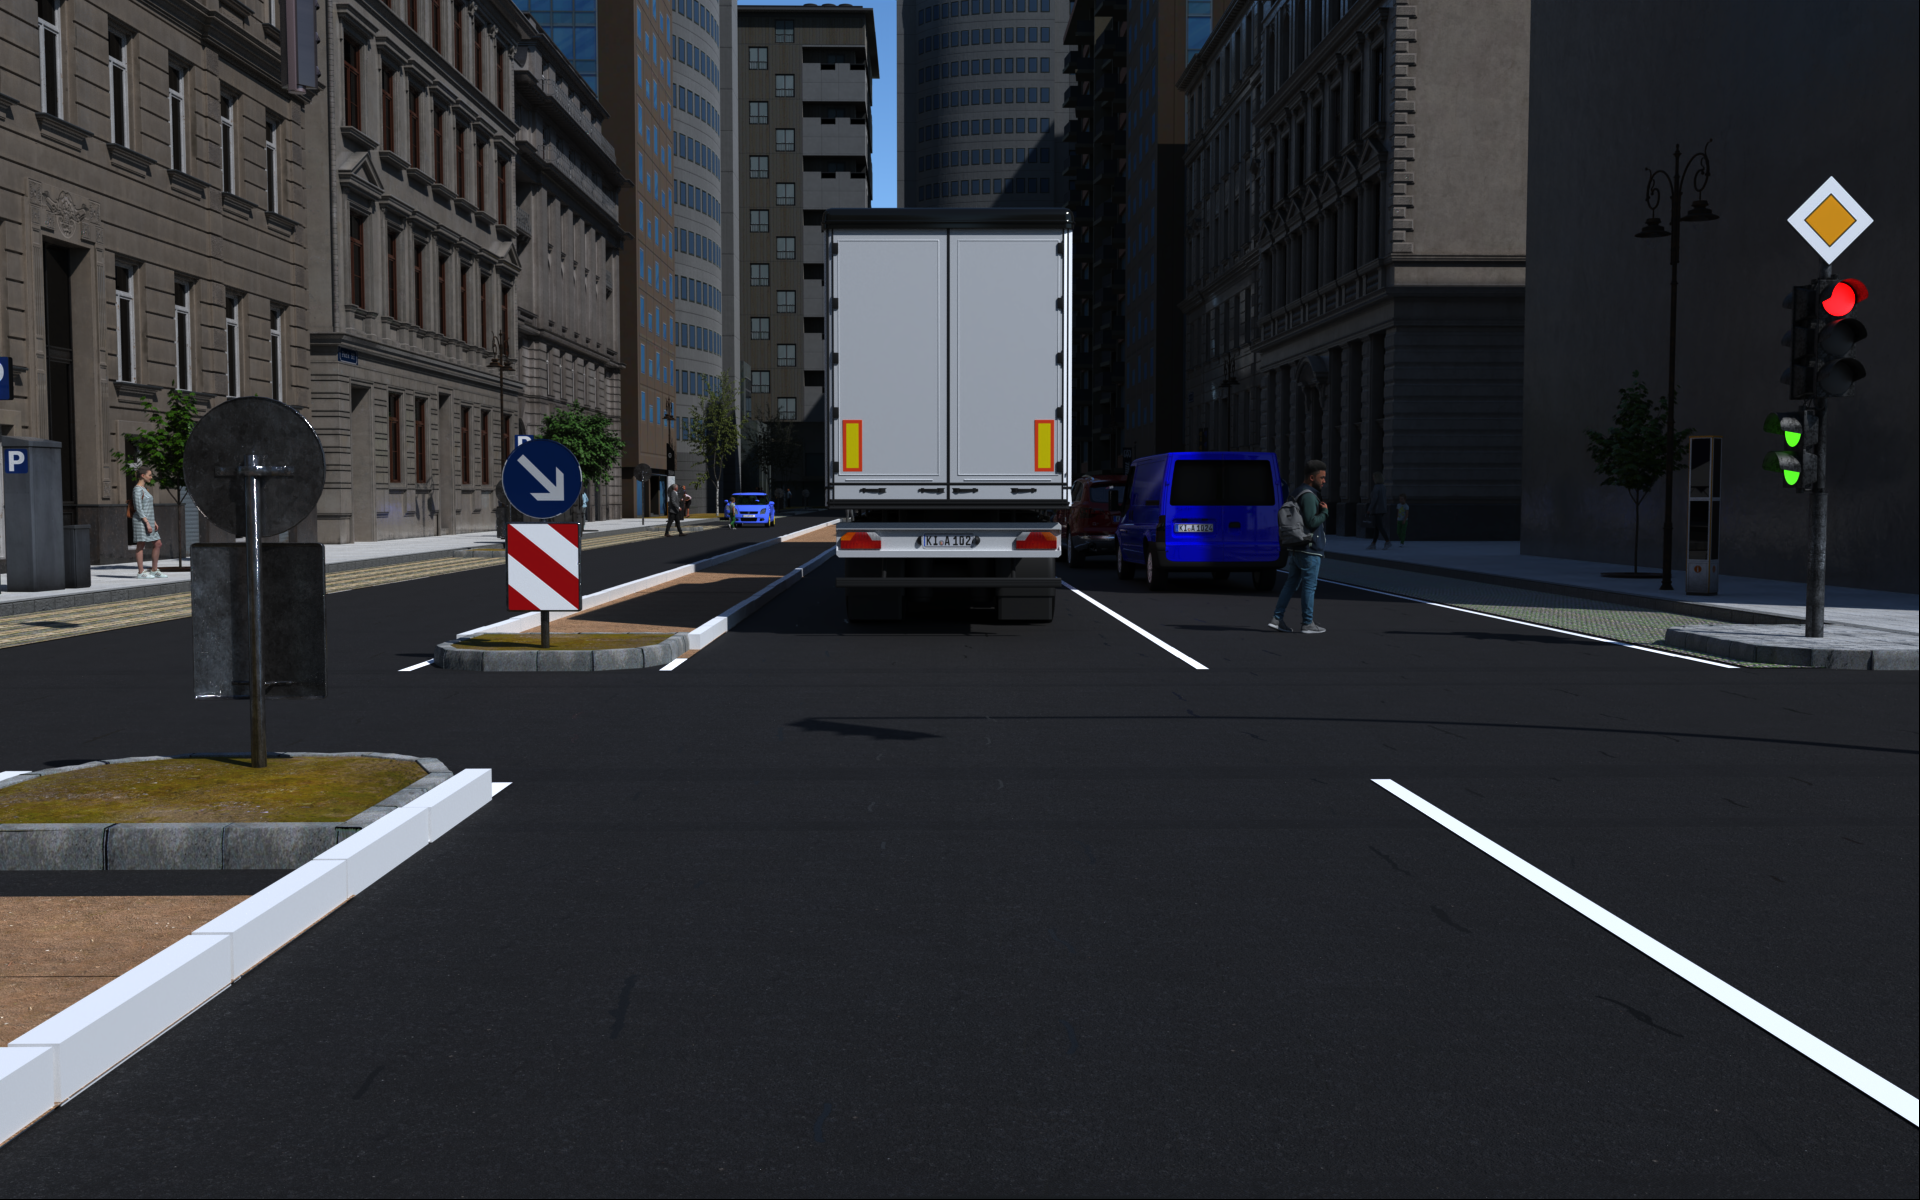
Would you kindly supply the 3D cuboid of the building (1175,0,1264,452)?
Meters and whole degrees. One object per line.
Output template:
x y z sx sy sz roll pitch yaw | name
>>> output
17.656 -17.187 78.275 12.463 27.353 25.104 0 4 -1 | building

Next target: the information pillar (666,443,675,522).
-13.310 -5.403 79.688 0.183 3.616 0.504 2 4 31 | information pillar

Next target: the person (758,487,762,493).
-16.274 -8.197 140.002 1.348 1.831 0.705 -2 4 -23 | person

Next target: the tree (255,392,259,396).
-13.228 -2.343 32.906 1.663 3.219 1.824 0 3 0 | tree

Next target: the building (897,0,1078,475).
7.311 -39.393 186.077 28.212 58.520 21.231 0 4 -1 | building

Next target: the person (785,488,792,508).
-16.089 -9.563 162.390 0.705 1.826 1.348 -3 4 -37 | person

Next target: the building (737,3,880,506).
-20.610 -36.677 188.901 27.495 52.752 28.713 0 4 -1 | building

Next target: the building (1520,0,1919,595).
29.108 -13.594 26.783 34.151 26.468 19.350 0 4 -1 | building

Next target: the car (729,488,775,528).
-8.982 -4.006 75.087 1.945 1.707 3.694 0 4 -1 | car

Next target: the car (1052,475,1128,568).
3.052 -1.618 35.130 2.281 1.827 5.304 0 4 -2 | car

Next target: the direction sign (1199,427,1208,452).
8.324 -4.119 59.347 0.379 3.537 0.876 -1 4 -10 | direction sign

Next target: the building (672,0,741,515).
-26.982 -35.175 117.104 21.231 58.520 28.212 0 4 -1 | building

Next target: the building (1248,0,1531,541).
16.299 -13.884 55.875 11.050 23.489 19.941 0 4 -1 | building

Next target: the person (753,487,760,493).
-15.582 -7.744 132.664 1.348 1.822 0.705 -1 4 -18 | person

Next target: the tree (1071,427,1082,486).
7.073 -11.054 131.089 4.360 8.622 3.978 0 3 0 | tree

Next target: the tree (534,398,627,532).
-13.151 -4.633 59.471 4.285 4.588 4.351 0 3 0 | tree

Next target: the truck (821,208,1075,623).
-0.087 -2.060 22.597 2.839 4.237 11.283 0 4 0 | truck

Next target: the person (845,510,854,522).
-4.859 -4.008 75.846 0.589 1.601 0.330 -2 4 -25 | person

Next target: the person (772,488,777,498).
-16.682 -9.266 157.628 0.705 1.812 1.348 -3 4 -38 | person

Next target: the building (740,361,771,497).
-33.191 -51.239 150.426 31.000 86.520 22.319 0 4 -1 | building

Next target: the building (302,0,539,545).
-20.932 -13.260 52.965 11.583 22.565 21.152 0 4 -1 | building

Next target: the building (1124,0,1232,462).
17.218 -27.453 98.966 14.600 45.320 14.200 0 4 -1 | building

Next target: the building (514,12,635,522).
-22.728 -14.294 75.512 13.314 21.916 24.055 0 4 -1 | building

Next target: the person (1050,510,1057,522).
3.013 -2.523 55.256 0.738 1.151 1.012 2 4 32 | person

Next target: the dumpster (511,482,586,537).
-10.769 -2.256 45.101 1.865 1.857 1.264 0 4 -3 | dumpster

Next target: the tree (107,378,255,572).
-13.080 -2.106 29.033 1.663 3.219 1.824 0 3 0 | tree

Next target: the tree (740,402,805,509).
-15.234 -11.416 137.009 4.360 8.622 3.978 0 3 0 | tree

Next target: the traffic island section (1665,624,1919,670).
7.685 0.413 15.536 2.009 0.180 2.903 0 4 -1 | traffic island section

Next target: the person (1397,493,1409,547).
10.743 -1.941 42.028 0.306 1.304 0.590 2 4 24 | person

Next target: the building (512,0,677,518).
-23.881 -27.296 96.406 14.600 45.320 14.200 0 4 -1 | building

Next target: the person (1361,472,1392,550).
9.637 -2.064 39.978 0.728 1.800 0.709 3 5 41 | person

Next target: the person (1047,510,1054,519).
4.158 -4.382 80.891 0.466 1.731 0.760 -2 4 -32 | person

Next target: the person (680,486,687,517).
-15.645 -5.618 98.455 0.434 1.755 0.990 1 4 18 | person

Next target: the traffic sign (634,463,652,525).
-13.138 -4.381 71.728 0.768 2.556 0.104 0 4 6 | traffic sign

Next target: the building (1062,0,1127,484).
20.347 -30.305 150.108 22.147 44.769 28.867 0 4 -1 | building

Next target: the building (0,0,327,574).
-21.078 -14.194 29.334 12.463 27.353 25.104 0 4 -1 | building

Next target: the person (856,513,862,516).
-6.201 -6.032 107.090 0.705 1.831 1.348 3 4 39 | person

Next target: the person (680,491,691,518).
-14.896 -5.186 94.029 0.628 1.438 0.799 -1 4 -8 | person

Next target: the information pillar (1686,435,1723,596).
9.412 -1.065 21.913 0.304 2.012 0.304 -3 5 -45 | information pillar

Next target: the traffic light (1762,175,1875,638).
7.645 -1.621 15.422 0.839 4.253 0.868 0 4 -1 | traffic light

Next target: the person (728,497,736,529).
-9.220 -3.503 70.026 0.306 1.304 0.590 2 4 26 | person

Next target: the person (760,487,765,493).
-16.248 -8.292 141.493 0.709 1.838 0.599 1 4 14 | person

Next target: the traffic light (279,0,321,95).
-8.022 -2.472 15.082 4.771 5.953 1.251 0 4 -1 | traffic light

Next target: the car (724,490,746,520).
-11.844 -5.189 94.433 1.945 1.707 3.694 0 3 0 | car

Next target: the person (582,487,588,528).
-14.480 -3.578 66.360 0.330 1.601 0.589 2 4 26 | person

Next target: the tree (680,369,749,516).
-14.244 -9.222 101.148 4.737 8.622 4.395 0 3 0 | tree

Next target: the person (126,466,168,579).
-12.371 -1.176 26.273 0.522 1.701 0.512 -1 4 -12 | person

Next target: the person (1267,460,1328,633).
3.551 -0.548 17.815 0.721 1.781 0.623 -1 4 -22 | person

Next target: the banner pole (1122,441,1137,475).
8.035 -5.605 81.666 0.863 3.779 0.401 -1 4 -16 | banner pole

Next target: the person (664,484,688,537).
-9.512 -3.007 58.061 0.834 1.777 0.661 -1 4 -23 | person

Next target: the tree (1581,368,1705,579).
10.382 -1.970 26.816 1.663 3.219 1.824 0 3 0 | tree
